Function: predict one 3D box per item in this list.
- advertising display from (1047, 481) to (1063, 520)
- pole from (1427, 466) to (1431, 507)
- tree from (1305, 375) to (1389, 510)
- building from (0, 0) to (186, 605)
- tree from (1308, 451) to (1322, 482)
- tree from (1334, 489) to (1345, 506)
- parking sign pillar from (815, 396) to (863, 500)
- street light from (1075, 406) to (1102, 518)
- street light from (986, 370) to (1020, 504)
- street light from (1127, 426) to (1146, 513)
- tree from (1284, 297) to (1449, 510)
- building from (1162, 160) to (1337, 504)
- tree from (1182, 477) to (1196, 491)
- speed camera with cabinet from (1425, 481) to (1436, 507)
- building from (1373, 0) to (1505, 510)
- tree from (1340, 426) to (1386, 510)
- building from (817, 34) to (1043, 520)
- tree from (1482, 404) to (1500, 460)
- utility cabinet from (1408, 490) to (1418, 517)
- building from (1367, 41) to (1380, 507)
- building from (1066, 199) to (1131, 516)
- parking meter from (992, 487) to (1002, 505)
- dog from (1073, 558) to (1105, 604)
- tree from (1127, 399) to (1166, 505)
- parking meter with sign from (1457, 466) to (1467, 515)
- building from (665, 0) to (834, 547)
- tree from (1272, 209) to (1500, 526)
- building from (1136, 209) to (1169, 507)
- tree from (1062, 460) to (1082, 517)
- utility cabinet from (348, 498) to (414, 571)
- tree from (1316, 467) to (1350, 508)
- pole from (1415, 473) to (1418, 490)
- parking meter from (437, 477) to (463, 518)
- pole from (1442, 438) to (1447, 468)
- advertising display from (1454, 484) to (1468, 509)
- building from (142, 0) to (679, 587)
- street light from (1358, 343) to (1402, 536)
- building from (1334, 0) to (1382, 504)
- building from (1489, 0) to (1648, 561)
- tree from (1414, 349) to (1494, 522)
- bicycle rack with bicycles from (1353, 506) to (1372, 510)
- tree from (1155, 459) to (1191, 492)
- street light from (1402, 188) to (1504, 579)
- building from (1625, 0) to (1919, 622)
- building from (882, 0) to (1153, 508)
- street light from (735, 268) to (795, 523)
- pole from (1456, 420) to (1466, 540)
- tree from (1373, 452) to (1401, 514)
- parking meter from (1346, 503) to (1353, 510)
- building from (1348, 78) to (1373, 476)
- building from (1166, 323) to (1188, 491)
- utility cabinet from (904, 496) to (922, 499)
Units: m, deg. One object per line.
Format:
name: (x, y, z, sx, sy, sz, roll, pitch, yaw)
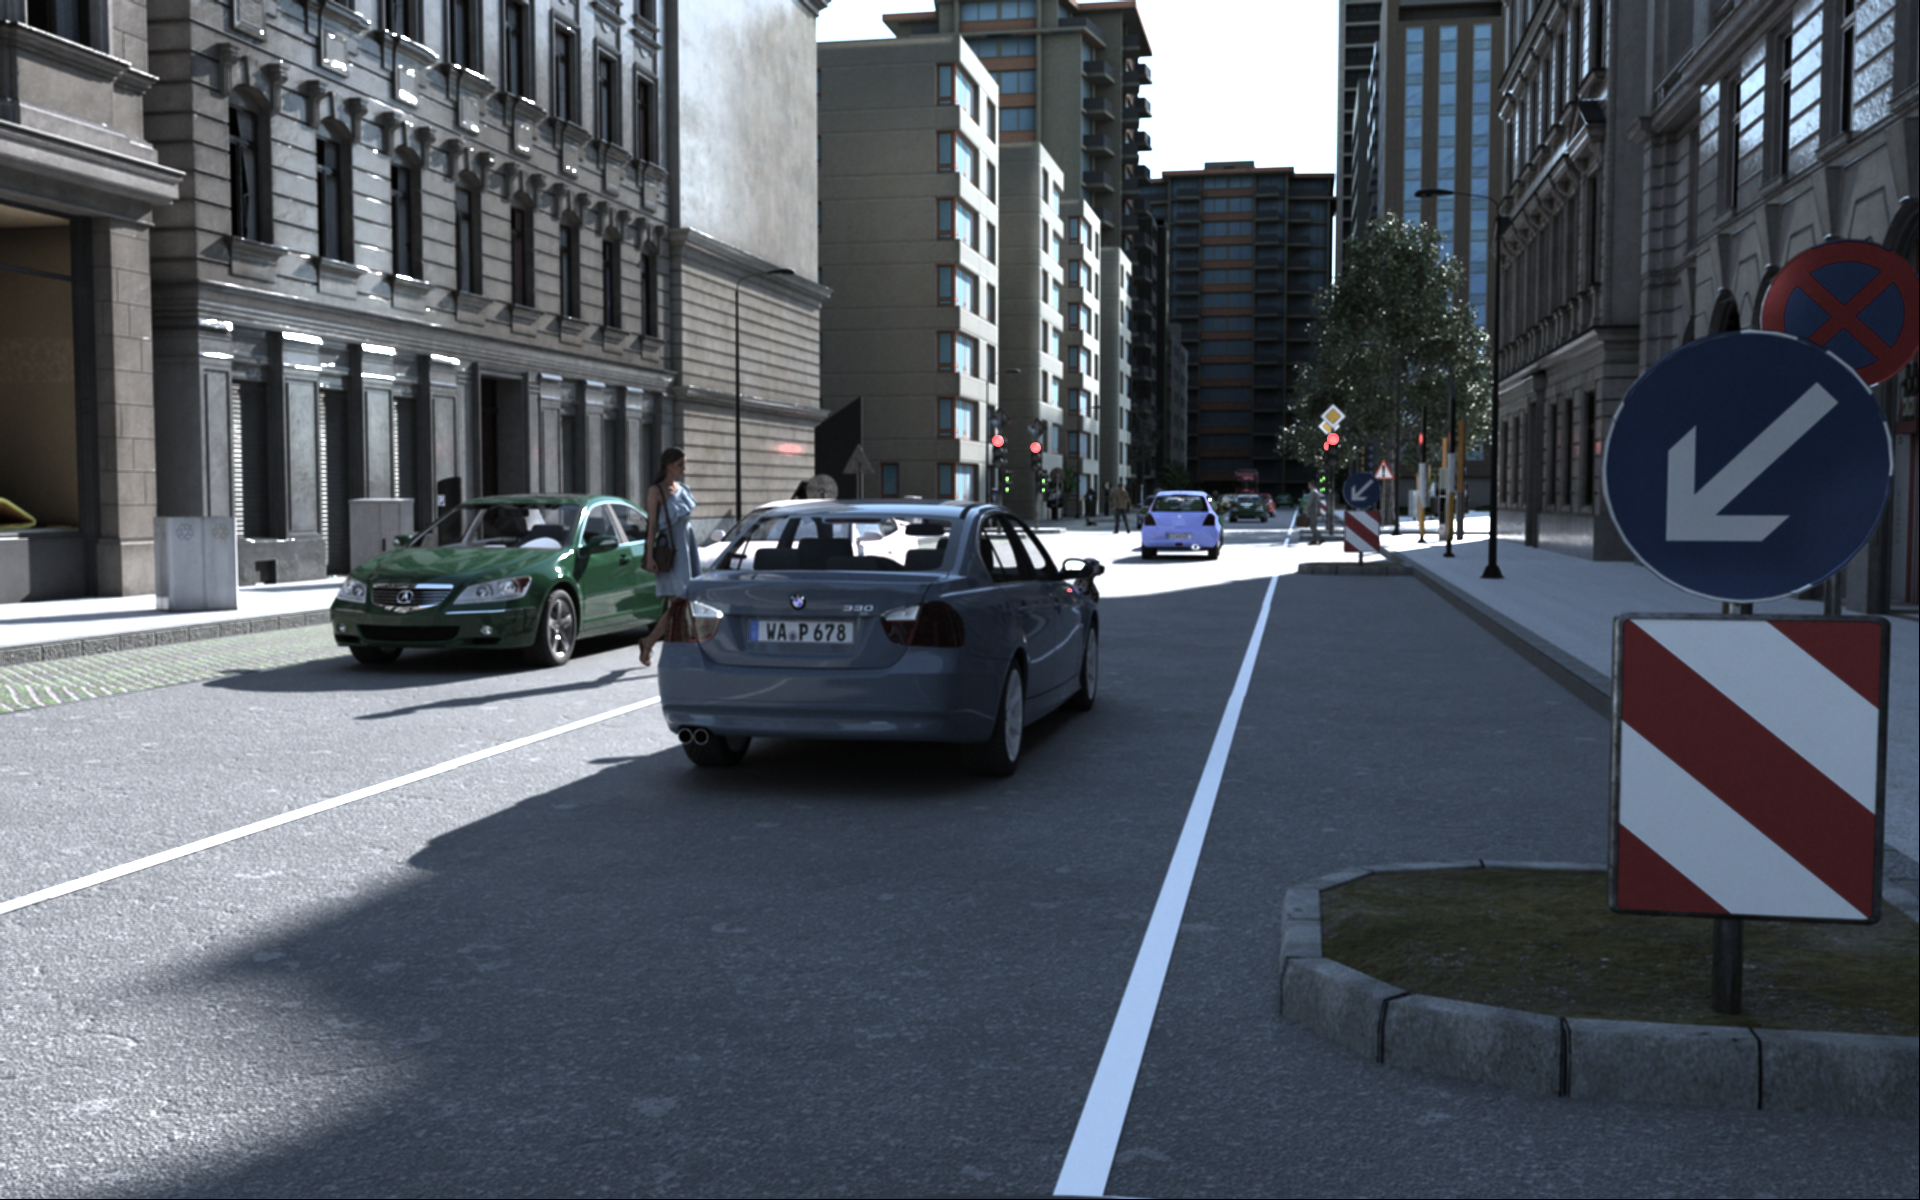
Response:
advertising display: (4.761, -4.994, 86.869, 0.974, 1.923, 0.123, 3, 5, 42)
pole: (32.241, -7.663, 119.140, 0.158, 3.312, 0.155, 0, 3, 0)
tree: (30.884, -12.828, 135.495, 9.928, 11.665, 9.643, 0, 3, 0)
building: (-18.424, -9.317, 3.245, 10.553, 20.767, 40.483, 1, 4, 11)
tree: (44.582, -15.920, 210.646, 4.737, 8.622, 4.395, 0, 3, 0)
tree: (41.351, -11.840, 188.189, 1.663, 3.219, 1.824, 0, 3, 0)
parking sign pillar: (-3.346, -3.627, 47.767, 1.447, 3.967, 1.447, 0, 4, 0)
street light: (6.784, -7.280, 91.562, 1.470, 5.913, 1.316, 1, 4, 11)
street light: (1.552, -5.647, 64.867, 1.470, 5.913, 1.316, 1, 4, 11)
street light: (12.014, -8.912, 118.257, 1.470, 5.913, 1.316, 1, 4, 11)
tree: (23.512, -11.417, 97.036, 12.009, 13.543, 11.850, 0, 3, 0)
building: (35.055, -35.230, 230.630, 28.867, 44.769, 22.147, 1, 4, 11)
tree: (25.266, -11.908, 189.289, 1.663, 3.219, 1.824, 0, 3, 0)
speed camera with cabinet: (34.218, -7.996, 125.075, 0.660, 3.252, 2.038, -1, 4, -11)
building: (42.314, -30.279, 145.173, 14.600, 45.320, 14.200, 1, 4, 11)
tree: (25.091, -9.630, 107.813, 4.360, 8.622, 3.978, 0, 3, 0)
building: (-10.780, -14.509, 82.262, 27.650, 21.520, 28.899, 1, 4, 11)
tree: (36.323, -10.150, 116.319, 4.360, 8.622, 3.978, 0, 3, 0)
utility cabinet: (25.316, -5.354, 96.218, 0.318, 1.500, 1.173, 3, 5, 40)
building: (50.700, -33.440, 166.357, 23.786, 49.044, 30.456, 1, 4, 11)
building: (-3.548, -16.718, 118.377, 27.650, 21.520, 28.899, 1, 4, 11)
parking meter: (1.417, -3.558, 66.584, 0.372, 1.533, 0.369, 0, 3, 0)
dog: (1.179, -0.005, 16.918, 0.513, 0.831, 0.800, 1, 4, 8)
tree: (13.886, -11.245, 134.223, 4.360, 8.622, 3.978, 0, 3, 0)
parking meter with sign: (30.921, -6.766, 106.891, 0.543, 3.016, 1.738, 1, 4, 18)
building: (-21.746, -14.119, 49.935, 34.723, 24.649, 14.460, 1, 4, 11)
tree: (17.512, -9.355, 69.956, 9.611, 12.733, 9.660, 0, 3, 0)
building: (13.471, -24.691, 175.396, 14.160, 30.474, 14.107, 1, 4, 11)
tree: (6.077, -6.236, 96.559, 1.663, 3.219, 1.824, 0, 3, 0)
utility cabinet: (-8.330, -0.842, 24.936, 1.020, 1.237, 0.306, 2, 4, 29)
tree: (35.646, -11.135, 165.769, 4.285, 4.588, 4.351, 0, 3, 0)
pole: (30.781, -7.517, 116.742, 0.158, 3.312, 0.155, 0, 3, 0)
parking meter: (-7.585, -1.064, 25.807, 0.372, 1.533, 0.369, 0, 3, 0)
pole: (17.479, -4.204, 62.577, 0.158, 3.312, 0.155, 0, 3, 0)
advertising display: (33.471, -6.770, 115.897, 0.974, 1.923, 0.123, 2, 4, 34)
building: (-12.976, -11.197, 32.219, 9.793, 20.994, 18.267, 1, 4, 11)
street light: (12.903, -4.933, 53.199, 1.470, 5.913, 1.316, 1, 4, 11)
building: (59.571, -48.198, 226.285, 20.611, 71.187, 20.563, 1, 4, 11)
building: (18.465, -10.755, 40.473, 10.561, 19.102, 19.286, 1, 4, 11)
tree: (22.947, -7.922, 79.888, 4.737, 8.622, 4.395, 0, 3, 0)
bicycle rack with bicycles: (28.576, -6.599, 121.275, 2.925, 0.926, 2.852, 0, 4, -5)
tree: (19.787, -10.815, 160.538, 4.285, 4.588, 4.351, 0, 3, 0)
street light: (7.600, -3.293, 26.386, 1.470, 5.913, 1.316, 1, 4, 11)
building: (15.739, -10.794, 18.287, 13.314, 21.916, 24.055, 1, 4, 11)
building: (5.424, -30.585, 154.683, 22.147, 44.769, 28.867, 1, 4, 11)
street light: (-4.090, -3.875, 35.892, 1.470, 5.913, 1.316, 1, 4, 11)
pole: (13.876, -3.311, 47.974, 0.158, 3.312, 0.155, 0, 3, 0)
tree: (19.320, -5.184, 79.353, 1.663, 3.219, 1.824, 0, 3, 0)
parking meter: (25.766, -6.658, 114.567, 0.399, 1.863, 0.255, 2, 4, 31)
building: (54.501, -34.765, 192.114, 21.300, 48.544, 21.600, 1, 4, 11)
building: (10.810, -21.701, 199.856, 28.899, 21.520, 27.650, 1, 4, 11)
utility cabinet: (-1.417, -2.540, 52.690, 0.306, 1.237, 1.020, 1, 4, 13)
